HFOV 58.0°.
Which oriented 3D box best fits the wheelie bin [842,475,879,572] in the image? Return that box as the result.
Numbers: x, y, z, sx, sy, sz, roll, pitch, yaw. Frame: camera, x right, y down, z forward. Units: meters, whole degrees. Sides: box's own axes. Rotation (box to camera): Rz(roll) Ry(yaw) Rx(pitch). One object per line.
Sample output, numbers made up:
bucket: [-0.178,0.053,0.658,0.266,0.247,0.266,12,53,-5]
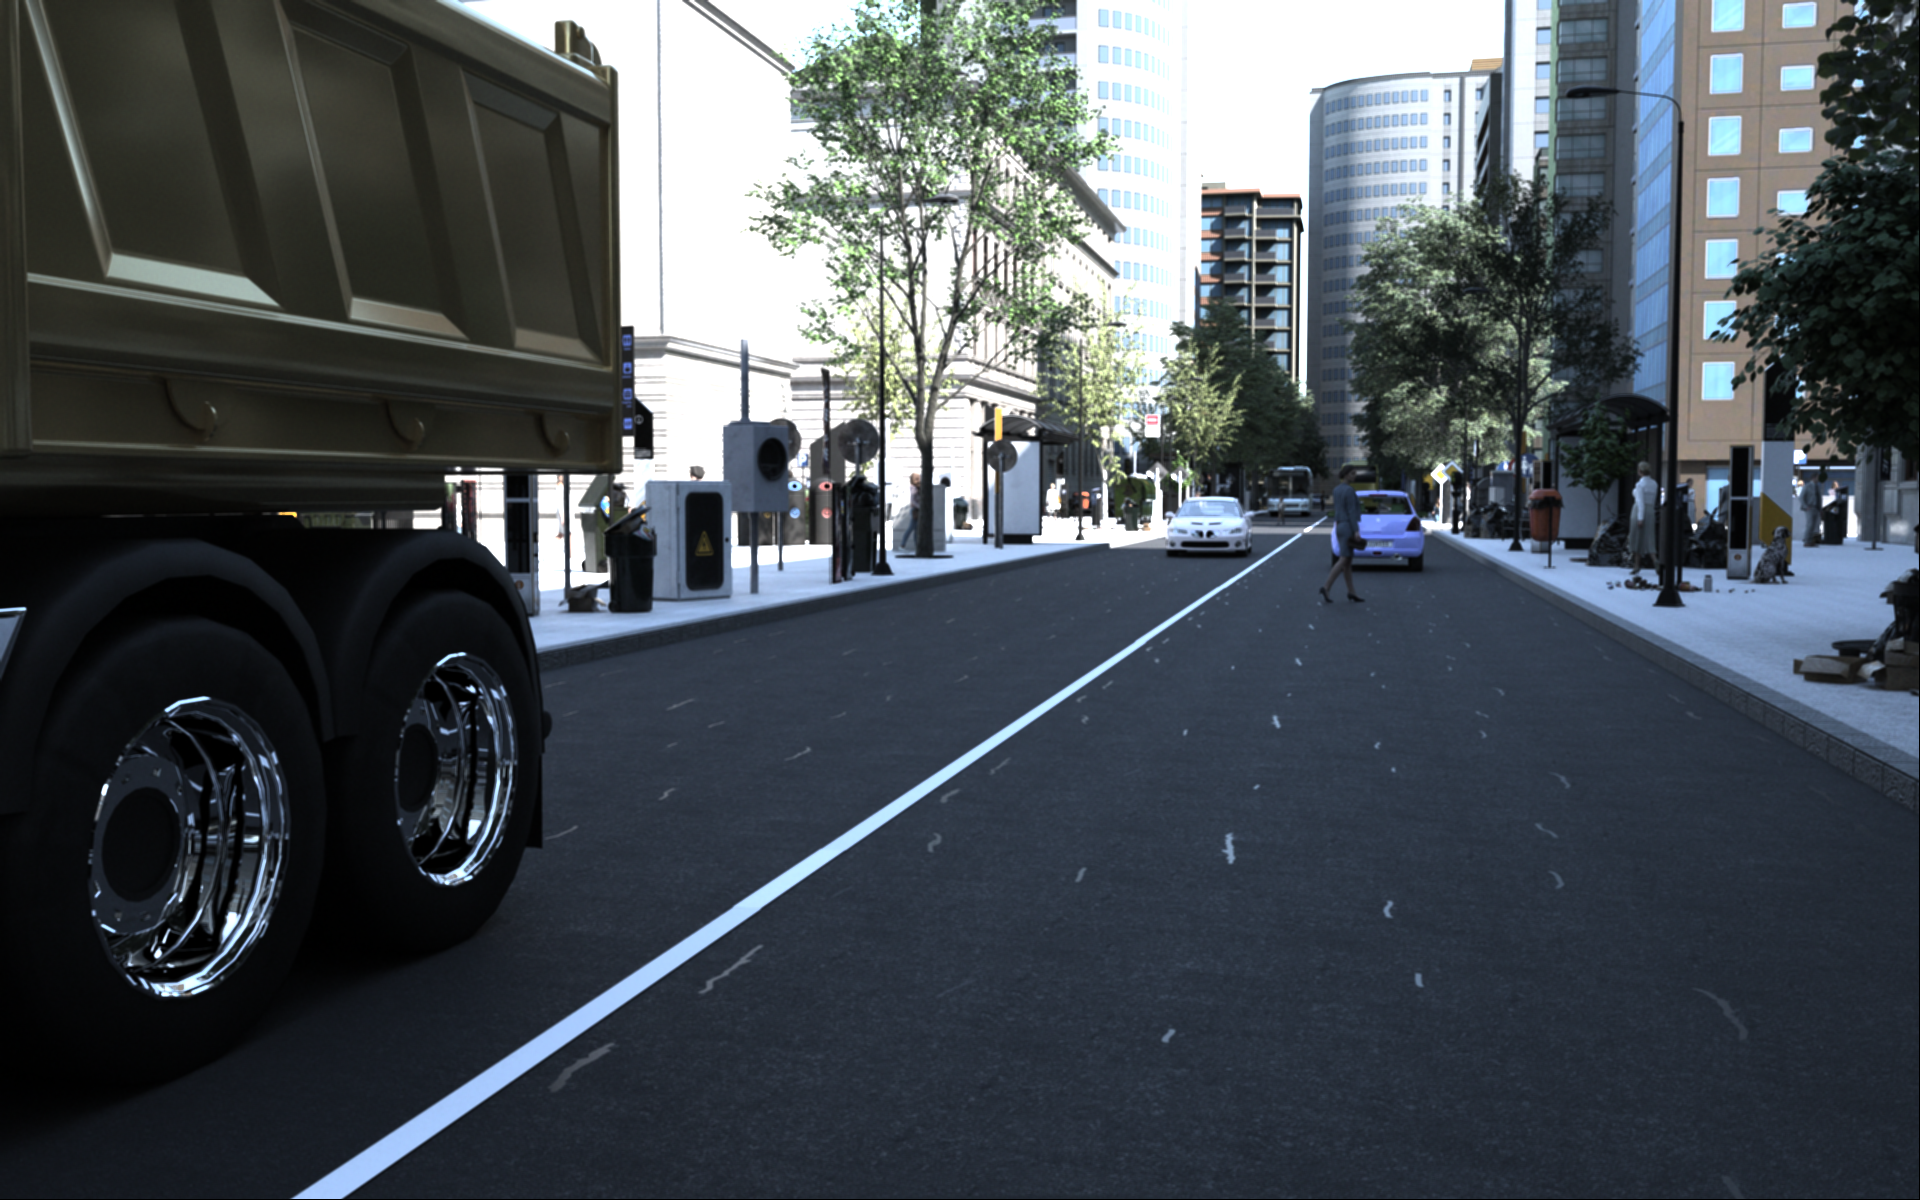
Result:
wheelie bin: [-1.660,-1.268,28.633,0.693,1.594,0.980,1,4,12]

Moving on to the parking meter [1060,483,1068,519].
parking meter: [5.415,-5.161,90.092,0.399,1.863,0.255,1,4,13]

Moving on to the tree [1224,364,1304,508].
tree: [29.156,-15.646,162.468,9.857,13.997,8.962,0,3,0]

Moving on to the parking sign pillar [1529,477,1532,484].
parking sign pillar: [44.092,-8.778,131.993,1.447,3.967,1.447,0,4,6]

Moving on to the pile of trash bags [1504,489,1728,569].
pile of trash bags: [11.639,-1.262,30.381,3.447,1.369,1.912,0,4,-3]

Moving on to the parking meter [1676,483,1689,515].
parking meter: [16.327,-1.891,39.329,0.372,1.533,0.369,0,3,0]

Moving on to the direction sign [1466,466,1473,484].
direction sign: [40.453,-8.919,137.828,0.876,3.537,0.379,-2,4,-25]

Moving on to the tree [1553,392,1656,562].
tree: [12.038,-2.344,32.932,1.663,3.219,1.824,0,3,0]

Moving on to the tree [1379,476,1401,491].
tree: [50.340,-13.344,201.881,4.285,4.588,4.351,0,3,0]

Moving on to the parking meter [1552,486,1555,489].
parking meter: [17.404,-2.624,51.312,0.372,1.533,0.369,0,3,0]

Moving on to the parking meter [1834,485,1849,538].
parking meter: [25.899,-2.600,50.918,0.372,1.533,0.369,0,3,0]

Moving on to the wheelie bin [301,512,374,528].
wheelie bin: [-7.261,-0.758,20.295,0.980,1.594,0.693,0,4,2]

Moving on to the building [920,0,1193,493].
building: [9.476,-37.778,159.663,21.231,58.520,28.212,1,4,13]

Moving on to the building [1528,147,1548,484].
building: [55.126,-22.871,145.639,14.160,30.474,14.107,1,4,13]

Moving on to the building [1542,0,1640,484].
building: [48.188,-26.749,120.935,14.154,41.232,14.086,1,4,13]

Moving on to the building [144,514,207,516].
building: [-20.304,-9.586,24.178,16.820,18.784,16.811,1,4,13]

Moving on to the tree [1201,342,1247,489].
tree: [11.343,-8.073,82.355,4.737,8.622,4.395,0,3,0]

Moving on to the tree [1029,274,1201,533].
tree: [4.619,-6.532,57.160,4.737,8.622,4.395,0,3,0]

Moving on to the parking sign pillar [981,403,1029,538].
parking sign pillar: [1.355,-3.837,51.204,1.447,3.967,1.447,1,4,12]

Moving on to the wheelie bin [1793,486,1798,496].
wheelie bin: [31.071,-3.500,65.134,0.693,1.594,0.980,-2,4,-35]

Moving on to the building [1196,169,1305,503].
building: [33.813,-36.154,245.738,28.867,44.769,22.147,1,4,13]

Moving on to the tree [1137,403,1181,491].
tree: [15.842,-11.163,132.884,4.360,8.622,3.978,0,3,0]

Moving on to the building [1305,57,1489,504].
building: [62.278,-42.641,239.171,28.212,58.520,21.231,1,4,13]

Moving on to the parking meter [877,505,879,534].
parking meter: [-2.762,-2.890,55.661,0.372,1.533,0.369,0,3,0]

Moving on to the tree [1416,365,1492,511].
tree: [24.423,-8.276,85.674,4.737,8.622,4.395,0,3,0]

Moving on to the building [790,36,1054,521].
building: [-2.298,-15.984,90.225,11.050,23.489,19.941,1,4,13]

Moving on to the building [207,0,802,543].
building: [-15.974,-13.148,51.120,21.152,22.565,11.583,1,4,13]

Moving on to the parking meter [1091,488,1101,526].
parking meter: [5.475,-3.747,69.667,0.372,1.533,0.369,0,3,0]

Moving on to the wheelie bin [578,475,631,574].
wheelie bin: [-5.772,-1.238,28.147,0.693,1.594,0.980,-3,4,-39]

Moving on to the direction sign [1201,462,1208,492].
direction sign: [15.346,-7.142,108.776,0.379,3.537,0.876,-1,4,-21]

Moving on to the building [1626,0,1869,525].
building: [38.204,-26.063,76.236,14.200,45.320,14.600,1,4,13]

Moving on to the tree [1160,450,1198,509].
tree: [9.431,-4.957,75.655,1.663,3.219,1.824,0,3,0]

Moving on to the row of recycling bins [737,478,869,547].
row of recycling bins: [-3.840,-2.212,43.286,3.534,1.692,1.069,-2,4,-24]

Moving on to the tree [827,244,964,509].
tree: [-2.173,-6.223,52.107,4.737,8.622,4.395,0,3,0]

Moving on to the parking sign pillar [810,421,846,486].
parking sign pillar: [-4.858,-4.599,63.663,1.447,3.967,1.447,0,4,-2]

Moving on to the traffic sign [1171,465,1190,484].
traffic sign: [8.774,-4.099,69.205,0.795,2.593,0.064,1,4,13]

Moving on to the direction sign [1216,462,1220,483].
direction sign: [18.573,-8.028,123.248,0.876,3.537,0.379,2,4,33]

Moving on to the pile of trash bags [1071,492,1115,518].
pile of trash bags: [8.134,-5.202,94.801,3.447,1.369,1.912,1,4,21]

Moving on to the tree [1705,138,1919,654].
tree: [7.912,-1.860,14.128,4.285,4.588,4.351,0,3,0]

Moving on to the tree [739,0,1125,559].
tree: [-0.651,-6.642,34.354,9.928,11.665,9.643,0,3,0]

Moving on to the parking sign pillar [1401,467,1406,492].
parking sign pillar: [35.788,-9.142,137.937,1.447,3.967,1.447,3,4,38]

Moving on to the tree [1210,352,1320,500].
tree: [25.522,-14.530,147.933,12.009,13.543,11.850,0,3,0]

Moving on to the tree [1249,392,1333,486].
tree: [35.712,-16.525,187.188,9.611,12.733,9.660,0,3,0]

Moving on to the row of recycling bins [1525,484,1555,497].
row of recycling bins: [24.499,-3.858,70.197,3.534,1.692,1.069,2,4,32]

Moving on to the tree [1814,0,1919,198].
tree: [5.147,-5.364,5.824,7.486,12.596,7.792,0,3,0]

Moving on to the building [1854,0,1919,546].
building: [27.302,-12.245,36.367,11.583,22.565,21.152,1,4,13]

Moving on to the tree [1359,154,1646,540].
tree: [15.450,-6.981,48.547,7.601,10.594,8.767,-1,4,-15]

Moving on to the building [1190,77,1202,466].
building: [17.403,-32.407,179.962,14.600,45.320,14.200,1,4,13]

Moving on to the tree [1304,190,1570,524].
tree: [20.789,-10.173,72.977,9.857,13.997,8.962,0,3,0]

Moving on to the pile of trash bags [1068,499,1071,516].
pile of trash bags: [7.027,-5.437,98.639,1.912,1.369,3.447,-1,4,-13]

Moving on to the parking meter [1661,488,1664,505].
parking meter: [26.757,-3.541,66.313,0.372,1.533,0.369,0,3,0]

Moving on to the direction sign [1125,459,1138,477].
direction sign: [11.015,-7.303,111.403,0.876,3.537,0.379,0,4,-4]

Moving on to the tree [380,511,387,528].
tree: [-5.166,-1.280,15.522,1.663,3.219,1.824,0,3,0]

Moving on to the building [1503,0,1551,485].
building: [62.361,-38.091,164.792,21.231,58.520,28.212,1,4,13]

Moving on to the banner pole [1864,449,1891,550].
banner pole: [21.275,-3.055,39.970,0.863,3.779,0.401,-2,4,-33]

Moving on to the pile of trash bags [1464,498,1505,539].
pile of trash bags: [16.496,-2.479,50.276,3.447,1.369,1.912,0,4,2]

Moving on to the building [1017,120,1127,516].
building: [1.081,-17.235,115.080,16.112,22.955,30.059,1,4,13]

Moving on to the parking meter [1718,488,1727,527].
parking meter: [30.035,-3.651,68.110,0.372,1.533,0.369,0,3,0]

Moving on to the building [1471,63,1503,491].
building: [67.918,-34.595,189.329,21.300,48.544,21.600,1,4,13]
